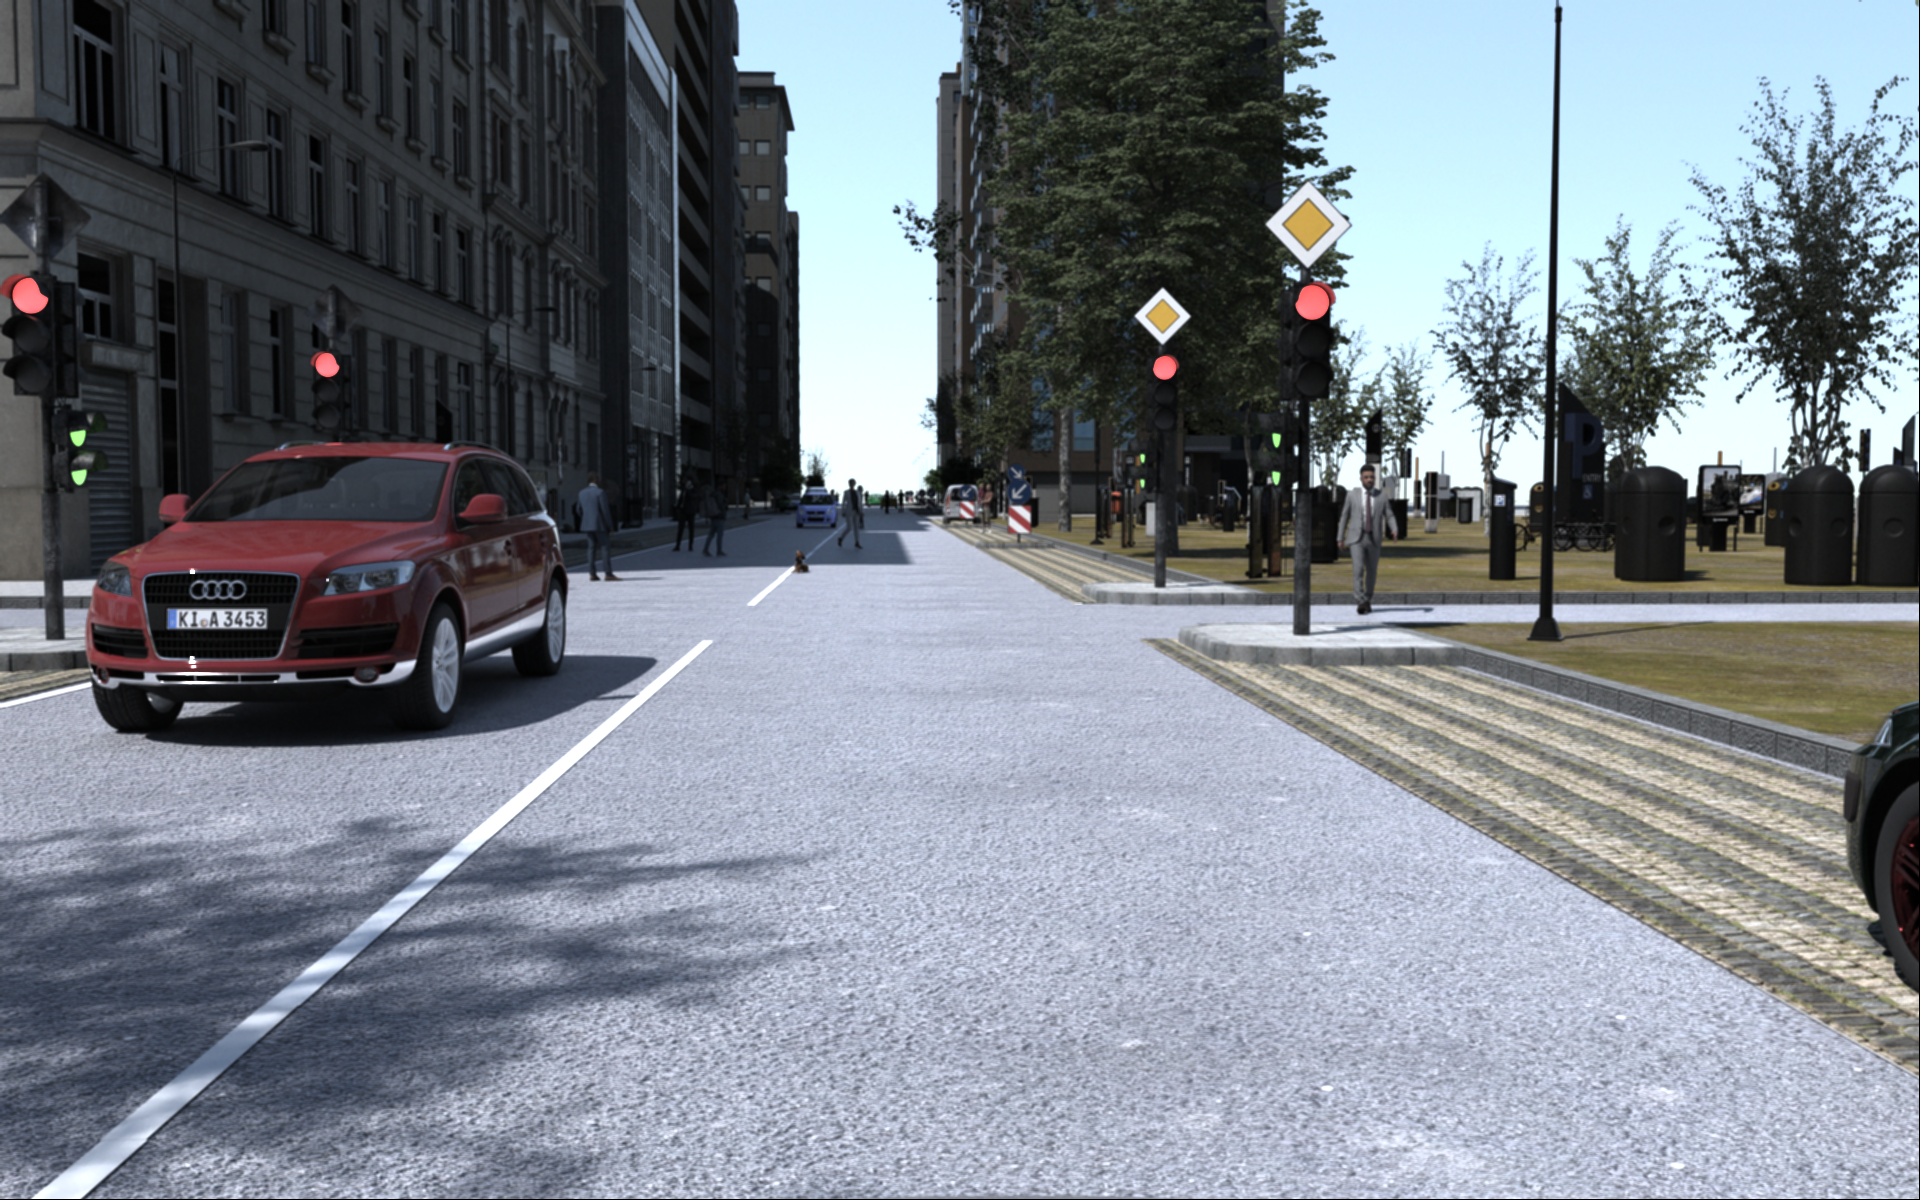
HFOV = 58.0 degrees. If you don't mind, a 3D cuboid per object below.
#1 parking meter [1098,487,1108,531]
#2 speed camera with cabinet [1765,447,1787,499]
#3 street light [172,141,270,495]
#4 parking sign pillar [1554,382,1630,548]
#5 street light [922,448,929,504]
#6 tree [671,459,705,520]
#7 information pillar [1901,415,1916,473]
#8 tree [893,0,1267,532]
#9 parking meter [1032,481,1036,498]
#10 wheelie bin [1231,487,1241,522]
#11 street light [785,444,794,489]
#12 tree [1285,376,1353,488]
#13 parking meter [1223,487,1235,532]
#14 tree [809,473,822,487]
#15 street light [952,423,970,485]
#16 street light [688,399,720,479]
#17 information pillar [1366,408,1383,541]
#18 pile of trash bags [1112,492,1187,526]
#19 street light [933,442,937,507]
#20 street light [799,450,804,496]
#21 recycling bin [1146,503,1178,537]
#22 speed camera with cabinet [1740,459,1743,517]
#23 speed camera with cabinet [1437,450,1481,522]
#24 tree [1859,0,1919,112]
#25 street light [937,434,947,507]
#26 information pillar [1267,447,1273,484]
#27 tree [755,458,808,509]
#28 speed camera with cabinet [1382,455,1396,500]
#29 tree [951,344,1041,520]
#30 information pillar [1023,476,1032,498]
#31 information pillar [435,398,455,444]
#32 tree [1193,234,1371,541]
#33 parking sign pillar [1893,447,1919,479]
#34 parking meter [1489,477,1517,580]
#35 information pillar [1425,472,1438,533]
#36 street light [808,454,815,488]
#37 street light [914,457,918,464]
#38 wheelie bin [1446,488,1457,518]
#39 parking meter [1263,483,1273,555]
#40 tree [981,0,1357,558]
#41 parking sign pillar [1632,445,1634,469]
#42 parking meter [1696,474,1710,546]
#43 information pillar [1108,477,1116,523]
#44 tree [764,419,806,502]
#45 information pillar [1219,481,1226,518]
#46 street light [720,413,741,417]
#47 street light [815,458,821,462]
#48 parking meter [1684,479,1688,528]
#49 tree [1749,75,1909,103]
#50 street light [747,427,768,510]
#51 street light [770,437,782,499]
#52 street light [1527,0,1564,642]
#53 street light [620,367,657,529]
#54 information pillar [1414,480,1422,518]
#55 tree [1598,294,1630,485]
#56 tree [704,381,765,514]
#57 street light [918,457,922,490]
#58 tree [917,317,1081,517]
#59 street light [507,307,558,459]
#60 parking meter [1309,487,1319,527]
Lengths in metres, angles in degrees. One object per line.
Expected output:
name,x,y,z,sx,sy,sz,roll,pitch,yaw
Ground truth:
parking meter,4.915,-3.135,59.663,0.372,1.533,0.369,0,3,0
speed camera with cabinet,34.737,-4.764,72.220,2.038,3.252,0.660,3,5,45
street light,-9.790,-3.083,22.945,1.470,5.913,1.316,0,4,-3
parking sign pillar,15.046,-3.272,41.968,1.447,3.967,1.447,-2,4,-33
street light,-2.845,-12.398,175.241,1.470,5.913,1.316,0,4,-3
tree,-13.478,-5.658,87.110,1.663,3.219,1.824,0,3,0
information pillar,28.060,-3.666,51.288,0.504,3.616,0.183,-2,4,-27
tree,4.105,-12.450,59.443,12.611,20.169,13.585,0,3,0
parking meter,3.205,-4.394,77.556,0.399,1.863,0.255,0,4,-2
wheelie bin,12.590,-4.407,79.967,0.693,1.594,0.980,1,4,18
street light,-16.094,-11.548,161.347,1.470,5.913,1.316,0,4,-3
tree,19.862,-8.877,95.505,4.360,8.622,3.978,0,3,0
parking meter,9.128,-3.083,58.811,0.372,1.533,0.369,0,3,0
tree,-17.984,-12.377,186.076,4.285,4.588,4.351,0,3,0
street light,0.039,-8.655,114.047,1.470,5.913,1.316,0,4,-3
street light,-12.660,-6.842,84.412,1.470,5.913,1.316,0,4,-3
information pillar,11.263,-3.410,47.112,0.183,3.616,0.504,-3,5,-42
pile of trash bags,7.739,-3.772,71.429,3.447,1.369,1.912,2,4,26
street light,-1.748,-11.142,154.708,1.470,5.913,1.316,0,4,-3
street light,-17.133,-12.840,182.478,1.470,5.913,1.316,0,4,-3
recycling bin,5.994,-2.376,51.398,0.722,1.027,0.722,3,4,36
speed camera with cabinet,44.417,-6.356,98.248,0.660,3.252,2.038,2,4,28
speed camera with cabinet,22.559,-5.153,78.580,2.038,3.252,0.660,0,4,6
tree,6.539,-3.636,9.810,4.737,8.622,4.395,0,3,0
street light,-0.841,-9.893,134.289,1.470,5.913,1.316,0,4,-3
information pillar,15.320,-5.738,85.164,0.504,3.616,0.183,3,5,42
tree,-16.675,-10.438,154.380,4.285,4.588,4.351,0,3,0
speed camera with cabinet,21.933,-5.800,89.170,0.660,3.252,2.038,0,4,1
tree,1.962,-8.176,84.048,4.737,8.622,4.395,0,3,0
information pillar,2.788,-4.124,71.912,0.304,2.012,0.304,-1,4,-19
information pillar,-12.516,-3.105,42.125,0.504,3.616,0.183,1,4,20
tree,8.142,-5.905,46.905,4.737,8.622,4.395,0,3,0
parking sign pillar,53.634,-6.713,98.223,1.447,3.967,1.447,0,4,4
parking meter,8.106,-1.066,25.843,0.372,1.533,0.369,0,3,0
information pillar,15.445,-3.196,56.744,0.304,2.012,0.304,-1,4,-11
street light,-18.090,-14.071,202.595,1.470,5.913,1.316,0,4,-3
street light,-4.736,-15.017,218.075,1.470,5.913,1.316,0,4,-3
wheelie bin,26.683,-5.265,93.994,0.693,1.594,0.980,0,4,4
parking meter,6.596,-1.739,36.848,0.372,1.533,0.369,0,3,0
tree,4.100,-7.108,34.350,7.486,12.596,7.792,0,3,0
parking sign pillar,36.309,-6.524,95.141,1.447,3.967,1.447,1,4,22
parking meter,18.293,-2.249,42.475,0.399,1.863,0.255,0,4,0
information pillar,6.686,-4.377,76.057,0.304,2.012,0.304,0,4,-7
tree,-17.364,-13.359,168.786,4.737,8.622,4.395,0,3,0
information pillar,14.309,-5.504,94.478,0.304,2.012,0.304,2,4,34
street light,-13.280,-7.760,99.422,1.470,5.913,1.316,0,4,-3
street light,-19.010,-15.330,223.185,1.470,5.913,1.316,0,4,-3
parking meter,27.603,-3.706,66.297,0.255,1.863,0.399,-3,5,-43
tree,14.645,-4.856,29.763,4.360,8.622,3.978,0,3,0
street light,-14.237,-9.061,120.681,1.470,5.913,1.316,0,4,-3
street light,-15.325,-10.317,141.221,1.470,5.913,1.316,0,4,-3
street light,4.612,-2.599,15.042,1.470,5.913,1.316,0,4,-3
street light,-11.783,-5.562,63.486,1.470,5.913,1.316,0,4,-3
information pillar,24.167,-5.319,91.465,0.304,2.012,0.304,0,4,-8
tree,23.839,-6.809,61.692,4.360,8.622,3.978,0,3,0
tree,-14.447,-9.883,111.947,4.360,8.622,3.978,0,3,0
street light,-3.755,-13.763,197.566,1.470,5.913,1.316,0,4,-3
tree,1.914,-9.640,92.032,8.767,10.594,7.601,-1,4,-13
street light,-10.656,-4.313,43.066,1.470,5.913,1.316,0,4,-3
parking meter,13.602,-3.558,66.580,0.372,1.533,0.369,0,3,0
